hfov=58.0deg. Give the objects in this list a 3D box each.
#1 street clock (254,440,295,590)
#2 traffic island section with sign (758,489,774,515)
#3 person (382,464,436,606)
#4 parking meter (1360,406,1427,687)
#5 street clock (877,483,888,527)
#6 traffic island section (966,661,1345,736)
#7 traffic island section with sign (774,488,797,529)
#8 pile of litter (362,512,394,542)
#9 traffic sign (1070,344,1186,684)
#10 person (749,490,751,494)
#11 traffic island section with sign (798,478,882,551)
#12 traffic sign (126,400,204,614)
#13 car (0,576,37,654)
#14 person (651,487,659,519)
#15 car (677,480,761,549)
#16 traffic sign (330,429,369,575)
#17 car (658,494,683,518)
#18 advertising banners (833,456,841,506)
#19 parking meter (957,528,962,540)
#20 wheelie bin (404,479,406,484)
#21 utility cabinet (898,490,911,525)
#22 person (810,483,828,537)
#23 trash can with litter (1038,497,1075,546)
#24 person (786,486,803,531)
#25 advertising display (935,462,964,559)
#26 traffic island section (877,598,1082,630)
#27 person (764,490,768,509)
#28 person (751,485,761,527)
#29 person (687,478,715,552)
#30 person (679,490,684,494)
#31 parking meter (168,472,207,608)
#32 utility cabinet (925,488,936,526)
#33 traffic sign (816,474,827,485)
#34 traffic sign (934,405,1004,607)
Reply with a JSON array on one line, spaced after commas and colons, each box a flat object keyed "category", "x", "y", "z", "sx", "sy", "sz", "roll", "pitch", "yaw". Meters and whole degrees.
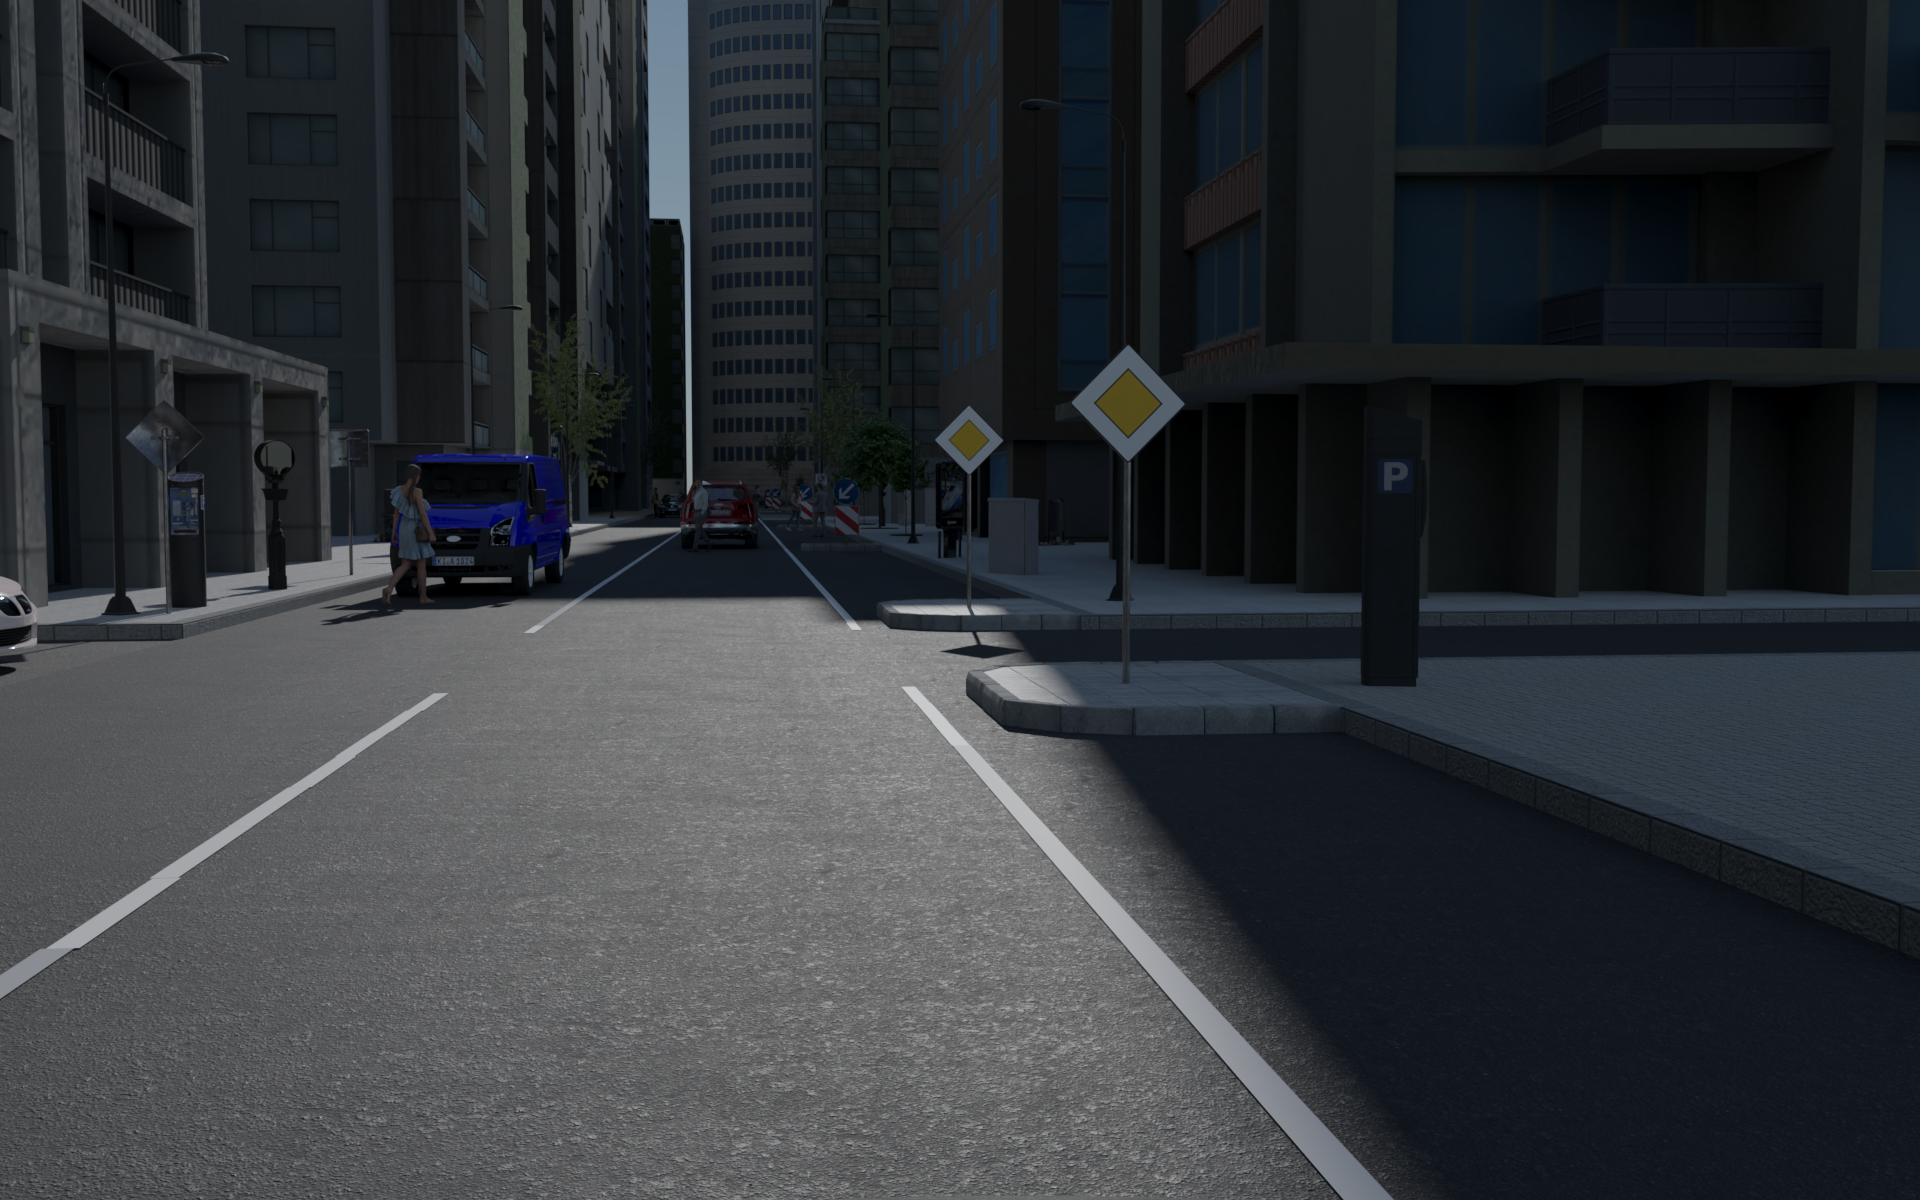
[{"category": "street clock", "x": -9.182, "y": -1.142, "z": 23.248, "sx": 0.471, "sy": 2.002, "sz": 0.358, "roll": -3, "pitch": 5, "yaw": -42}, {"category": "traffic island section with sign", "x": -12.985, "y": -6.887, "z": 121.222, "sx": 1.989, "sy": 1.847, "sz": 2.006, "roll": 0, "pitch": 4, "yaw": -7}, {"category": "person", "x": -7.031, "y": -0.834, "z": 22.224, "sx": 0.616, "sy": 1.811, "sz": 0.778, "roll": 2, "pitch": 4, "yaw": 33}, {"category": "parking meter", "x": 2.907, "y": -0.361, "z": 11.606, "sx": 0.399, "sy": 1.863, "sz": 0.255, "roll": 0, "pitch": 4, "yaw": 7}, {"category": "street clock", "x": -3.071, "y": -3.907, "z": 68.441, "sx": 0.358, "sy": 2.002, "sz": 0.471, "roll": 3, "pitch": 4, "yaw": 37}, {"category": "traffic island section", "x": 1.143, "y": 0.645, "z": 11.743, "sx": 2.009, "sy": 0.180, "sz": 2.903, "roll": 0, "pitch": 4, "yaw": -7}, {"category": "traffic island section with sign", "x": -6.496, "y": -3.818, "z": 71.045, "sx": 1.989, "sy": 1.847, "sz": 2.006, "roll": 0, "pitch": 4, "yaw": -7}, {"category": "pile of litter", "x": -15.140, "y": -1.983, "z": 46.387, "sx": 1.719, "sy": 0.858, "sz": 1.176, "roll": 1, "pitch": 4, "yaw": 23}, {"category": "traffic sign", "x": 1.121, "y": -0.491, "z": 11.663, "sx": 0.795, "sy": 2.450, "sz": 0.064, "roll": 0, "pitch": 4, "yaw": -7}, {"category": "person", "x": -17.639, "y": -8.380, "z": 146.068, "sx": 0.434, "sy": 1.755, "sz": 0.990, "roll": 2, "pitch": 4, "yaw": 34}, {"category": "traffic island section with sign", "x": -3.058, "y": -2.182, "z": 44.309, "sx": 1.989, "sy": 1.847, "sz": 2.006, "roll": 0, "pitch": 4, "yaw": -7}, {"category": "traffic sign", "x": -8.477, "y": -0.909, "z": 18.501, "sx": 0.795, "sy": 2.450, "sz": 0.064, "roll": 0, "pitch": 4, "yaw": -7}, {"category": "car", "x": -9.934, "y": -0.078, "z": 13.639, "sx": 4.827, "sy": 1.381, "sz": 2.083, "roll": 0, "pitch": 4, "yaw": -7}, {"category": "person", "x": -17.548, "y": -5.573, "z": 99.718, "sx": 0.705, "sy": 1.812, "sz": 1.348, "roll": -1, "pitch": 4, "yaw": -23}, {"category": "car", "x": -6.563, "y": -2.357, "z": 47.217, "sx": 2.281, "sy": 1.827, "sz": 5.304, "roll": 0, "pitch": 4, "yaw": -8}, {"category": "traffic sign", "x": -9.628, "y": -1.542, "z": 27.338, "sx": 0.606, "sy": 2.300, "sz": 0.079, "roll": 0, "pitch": 4, "yaw": -1}, {"category": "car", "x": -17.613, "y": -5.918, "z": 106.540, "sx": 2.009, "sy": 1.686, "sz": 4.222, "roll": 0, "pitch": 4, "yaw": -6}, {"category": "advertising banners", "x": -5.420, "y": -4.931, "z": 76.812, "sx": 0.090, "sy": 3.025, "sz": 2.074, "roll": 0, "pitch": 4, "yaw": 4}, {"category": "parking meter", "x": -0.124, "y": -2.448, "z": 48.431, "sx": 0.372, "sy": 1.533, "sz": 0.369, "roll": 0, "pitch": 3, "yaw": 0}, {"category": "wheelie bin", "x": -11.833, "y": -1.815, "z": 37.582, "sx": 0.693, "sy": 1.594, "sz": 0.980, "roll": 2, "pitch": 4, "yaw": 27}, {"category": "utility cabinet", "x": -2.269, "y": -3.774, "z": 70.388, "sx": 0.318, "sy": 1.500, "sz": 1.173, "roll": -1, "pitch": 4, "yaw": -15}, {"category": "person", "x": -4.727, "y": -2.997, "z": 57.701, "sx": 0.583, "sy": 1.804, "sz": 0.606, "roll": 2, "pitch": 4, "yaw": 34}, {"category": "trash can with litter", "x": 2.047, "y": -1.980, "z": 43.430, "sx": 2.233, "sy": 1.210, "sz": 1.678, "roll": -3, "pitch": 4, "yaw": -39}, {"category": "person", "x": -6.458, "y": -3.578, "z": 67.586, "sx": 0.643, "sy": 1.750, "sz": 0.593, "roll": 1, "pitch": 4, "yaw": 22}, {"category": "advertising display", "x": -0.202, "y": -1.810, "z": 34.815, "sx": 0.123, "sy": 1.923, "sz": 0.974, "roll": 2, "pitch": 4, "yaw": 29}, {"category": "traffic island section", "x": 0.122, "y": 0.160, "z": 19.663, "sx": 2.009, "sy": 0.180, "sz": 2.903, "roll": 0, "pitch": 4, "yaw": -7}, {"category": "person", "x": -17.886, "y": -9.287, "z": 160.297, "sx": 0.705, "sy": 1.831, "sz": 1.348, "roll": 1, "pitch": 4, "yaw": 13}, {"category": "person", "x": -8.862, "y": -4.105, "z": 75.422, "sx": 0.447, "sy": 1.846, "sz": 0.655, "roll": -2, "pitch": 4, "yaw": -26}, {"category": "person", "x": -6.440, "y": -2.098, "z": 42.897, "sx": 0.850, "sy": 1.850, "sz": 0.679, "roll": -3, "pitch": 5, "yaw": -40}, {"category": "person", "x": -22.569, "y": -8.057, "z": 140.674, "sx": 0.683, "sy": 1.767, "sz": 0.568, "roll": -1, "pitch": 4, "yaw": -17}, {"category": "parking meter", "x": -8.763, "y": -0.687, "z": 19.644, "sx": 0.372, "sy": 1.533, "sz": 0.369, "roll": 0, "pitch": 3, "yaw": 0}, {"category": "utility cabinet", "x": -0.807, "y": -3.671, "z": 68.694, "sx": 1.173, "sy": 1.500, "sz": 0.318, "roll": 0, "pitch": 4, "yaw": -1}, {"category": "traffic sign", "x": -6.958, "y": -5.185, "z": 86.898, "sx": 0.606, "sy": 2.300, "sz": 0.079, "roll": 0, "pitch": 4, "yaw": -4}, {"category": "traffic sign", "x": 0.099, "y": -0.975, "z": 19.583, "sx": 0.795, "sy": 2.450, "sz": 0.064, "roll": 0, "pitch": 4, "yaw": -7}]
